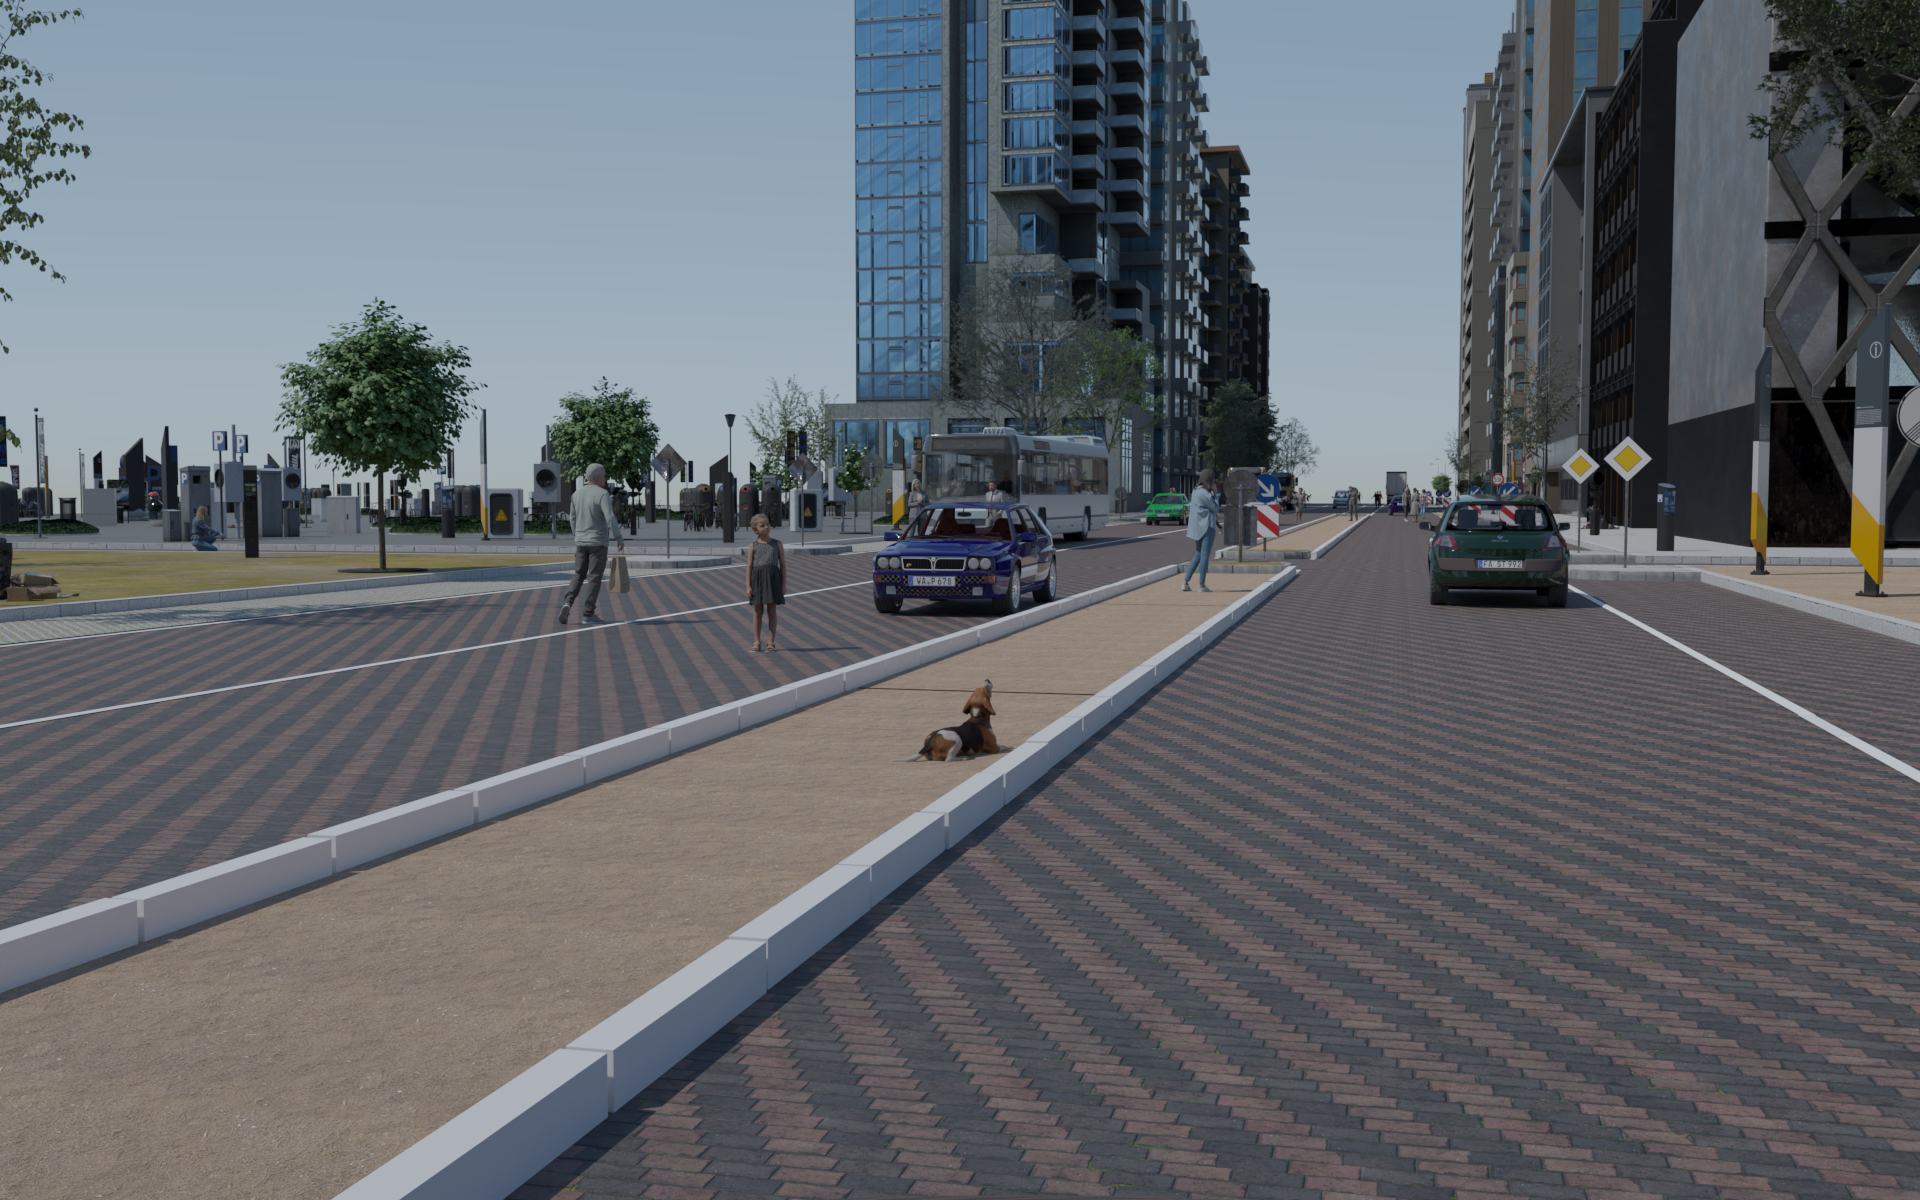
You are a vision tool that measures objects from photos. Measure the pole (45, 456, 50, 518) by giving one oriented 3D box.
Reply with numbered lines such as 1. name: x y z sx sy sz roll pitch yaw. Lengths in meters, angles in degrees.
1. pole: -48.387 -5.990 91.774 0.158 3.312 0.155 0 3 0

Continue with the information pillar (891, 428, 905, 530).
1. information pillar: -2.173 -4.265 61.088 0.504 3.616 0.183 2 4 35

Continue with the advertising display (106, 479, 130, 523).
1. advertising display: -36.780 -4.311 75.701 0.123 1.923 0.974 2 4 34

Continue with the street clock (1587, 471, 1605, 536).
1. street clock: 20.109 -3.069 54.745 0.471 2.002 0.358 -1 4 -20

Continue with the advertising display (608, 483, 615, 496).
1. advertising display: -20.198 -5.776 99.658 0.123 1.923 0.974 2 4 27

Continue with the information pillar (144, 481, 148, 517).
1. information pillar: -46.492 -5.756 98.597 0.304 2.012 0.304 2 4 26

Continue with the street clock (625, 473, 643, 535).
1. street clock: -10.189 -3.023 53.992 0.471 2.002 0.358 -1 4 -8

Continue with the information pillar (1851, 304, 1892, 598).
1. information pillar: 11.366 -1.850 21.603 0.183 3.616 0.504 -1 4 -13

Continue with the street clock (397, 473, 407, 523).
1. street clock: -19.533 -3.432 60.688 0.358 2.002 0.471 -2 4 -34

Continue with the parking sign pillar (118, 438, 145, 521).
1. parking sign pillar: -39.293 -5.729 82.147 1.447 3.967 1.447 1 4 11

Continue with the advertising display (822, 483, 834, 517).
1. advertising display: -7.781 -5.699 98.386 0.974 1.923 0.123 -2 4 -32

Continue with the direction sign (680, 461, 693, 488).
1. direction sign: -18.443 -7.645 116.992 0.876 3.537 0.379 -1 4 -18

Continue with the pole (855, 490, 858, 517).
1. pole: -5.772 -6.263 96.239 0.158 3.312 0.155 0 3 0

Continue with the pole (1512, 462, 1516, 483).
1. pole: 34.715 -7.018 108.579 0.158 3.312 0.155 0 3 0

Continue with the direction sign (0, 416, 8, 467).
1. direction sign: -28.018 -3.551 50.059 0.876 3.537 0.379 -2 4 -30

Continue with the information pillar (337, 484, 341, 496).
1. information pillar: -43.301 -7.121 120.920 0.304 2.012 0.304 0 4 4

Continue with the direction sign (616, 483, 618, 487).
1. direction sign: -17.966 -6.036 90.690 0.876 3.537 0.379 3 4 36

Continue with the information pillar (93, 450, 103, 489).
1. information pillar: -45.913 -6.174 92.298 0.183 3.616 0.504 2 4 33

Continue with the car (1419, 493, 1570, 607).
1. car: 7.269 -0.841 23.534 2.009 1.686 4.222 1 4 15

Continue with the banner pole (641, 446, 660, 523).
1. banner pole: -13.967 -5.375 77.893 0.863 3.779 0.401 -1 4 -14

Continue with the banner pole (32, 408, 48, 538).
1. banner pole: -26.547 -3.670 50.018 0.863 3.779 0.401 3 5 45

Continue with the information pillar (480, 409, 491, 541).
1. information pillar: -13.148 -3.455 47.836 0.183 3.616 0.504 -2 4 -28

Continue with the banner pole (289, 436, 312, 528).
1. banner pole: -25.124 -4.639 65.870 0.863 3.779 0.401 0 4 5

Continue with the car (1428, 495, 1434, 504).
1. car: 62.698 -13.635 232.518 1.945 1.707 3.694 1 4 13

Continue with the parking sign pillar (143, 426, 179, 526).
1. parking sign pillar: -31.544 -4.932 69.103 1.447 3.967 1.447 -2 4 -32

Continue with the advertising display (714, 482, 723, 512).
1. advertising display: -13.150 -5.554 96.025 0.974 1.923 0.123 1 4 20

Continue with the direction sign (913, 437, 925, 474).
1. direction sign: -1.405 -4.666 68.290 0.876 3.537 0.379 1 4 8

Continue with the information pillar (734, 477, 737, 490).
1. information pillar: -9.987 -4.380 76.101 0.304 2.012 0.304 1 4 22

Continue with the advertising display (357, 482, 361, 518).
1. advertising display: -32.617 -5.433 94.037 0.123 1.923 0.974 -1 4 -14

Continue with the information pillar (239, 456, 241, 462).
1. information pillar: -44.224 -7.051 106.633 0.183 3.616 0.504 -3 4 -37

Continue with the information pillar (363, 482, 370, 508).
1. information pillar: -36.910 -6.317 107.780 0.304 2.012 0.304 -3 5 -42

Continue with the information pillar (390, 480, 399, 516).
1. information pillar: -28.680 -5.096 87.812 0.304 2.012 0.304 2 4 24

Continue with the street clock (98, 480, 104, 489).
1. street clock: -45.084 -5.285 90.982 0.358 2.002 0.471 -1 4 -20

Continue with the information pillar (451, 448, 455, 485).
1. information pillar: -25.952 -5.948 88.608 0.183 3.616 0.504 -2 4 -31

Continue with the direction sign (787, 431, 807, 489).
1. direction sign: -5.846 -4.292 62.175 0.876 3.537 0.379 -3 5 -42

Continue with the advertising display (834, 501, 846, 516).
1. advertising display: -6.984 -5.763 99.446 0.974 1.923 0.123 -3 4 -38

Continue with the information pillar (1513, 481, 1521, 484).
1. information pillar: 31.116 -5.648 96.838 0.304 2.012 0.304 -3 4 -39

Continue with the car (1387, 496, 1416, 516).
1. car: 29.656 -6.336 116.179 1.945 1.354 3.894 1 4 12

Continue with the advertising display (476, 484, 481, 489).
1. advertising display: -32.291 -6.824 116.790 0.123 1.923 0.974 2 4 24

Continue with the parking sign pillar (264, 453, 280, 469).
1. parking sign pillar: -45.352 -7.691 114.216 1.447 3.967 1.447 3 4 38

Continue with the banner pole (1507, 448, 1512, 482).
1. banner pole: 29.875 -6.378 94.291 0.401 3.779 0.863 2 4 33

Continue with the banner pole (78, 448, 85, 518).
1. banner pole: -47.672 -6.365 94.077 0.863 3.779 0.401 3 5 44

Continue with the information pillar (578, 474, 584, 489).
1. information pillar: -17.711 -5.483 81.007 0.183 3.616 0.504 -3 5 -41

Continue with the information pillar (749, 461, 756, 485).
1. information pillar: -14.539 -7.960 121.501 0.504 3.616 0.183 -1 4 -22

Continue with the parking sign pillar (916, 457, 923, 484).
1. parking sign pillar: -1.762 -6.548 95.532 1.447 3.967 1.447 0 4 -6

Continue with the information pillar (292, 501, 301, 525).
1. information pillar: -26.631 -3.964 69.302 0.304 2.012 0.304 2 4 30

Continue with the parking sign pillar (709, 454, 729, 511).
1. parking sign pillar: -16.265 -7.865 117.061 1.447 3.967 1.447 0 4 4

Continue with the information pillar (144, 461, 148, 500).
1. information pillar: -53.603 -7.492 113.850 0.183 3.616 0.504 1 4 14

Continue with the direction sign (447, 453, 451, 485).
1. direction sign: -25.265 -5.732 85.722 0.379 3.537 0.876 0 4 -5

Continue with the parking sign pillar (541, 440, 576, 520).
1. parking sign pillar: -15.631 -4.833 67.498 1.447 3.967 1.447 1 4 17

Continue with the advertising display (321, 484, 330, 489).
1. advertising display: -41.475 -6.606 113.228 0.123 1.923 0.974 0 4 7

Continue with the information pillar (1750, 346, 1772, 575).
1. information pillar: 12.668 -2.203 27.377 0.183 3.616 0.504 3 5 44

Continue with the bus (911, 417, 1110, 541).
1. bus: 1.773 -3.361 49.813 2.948 3.499 13.247 1 4 16
